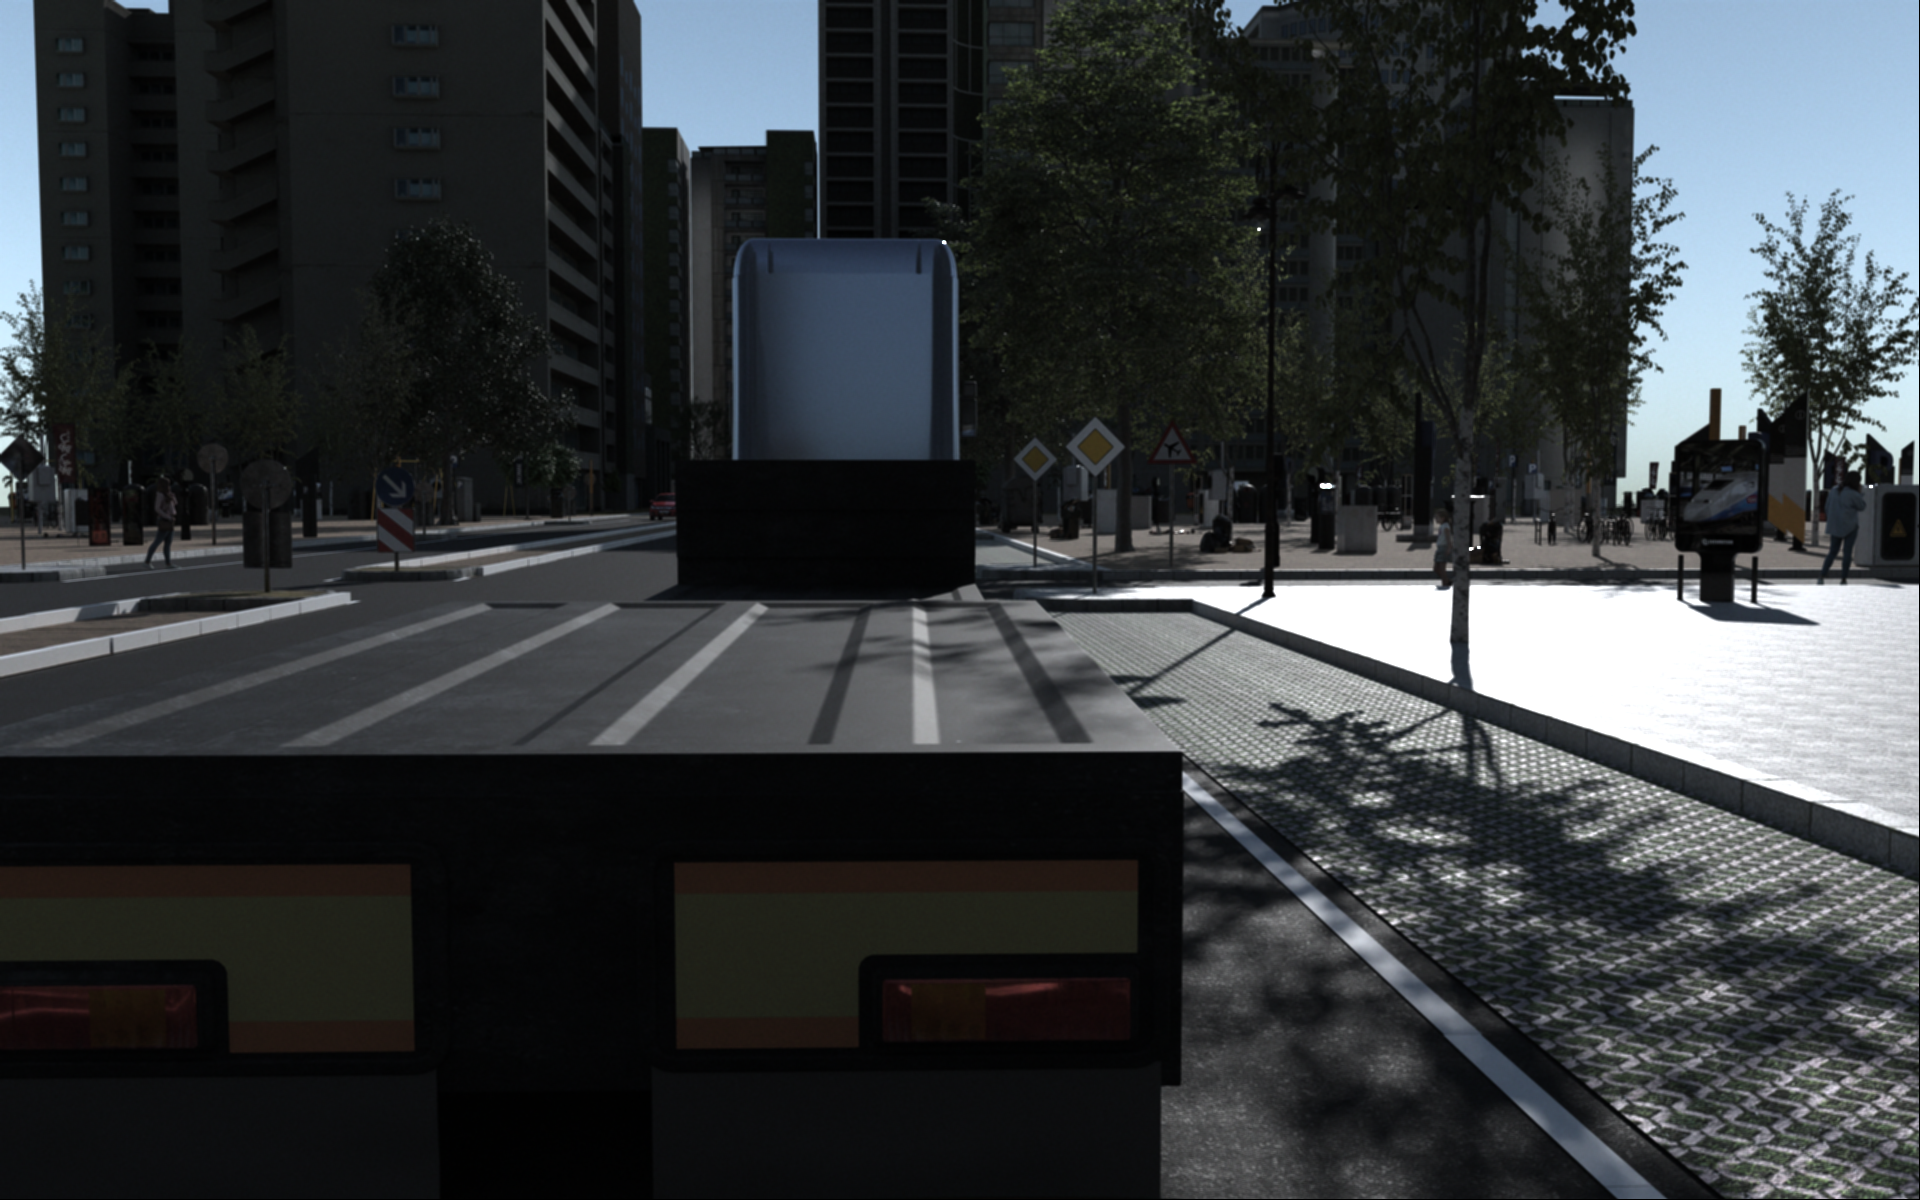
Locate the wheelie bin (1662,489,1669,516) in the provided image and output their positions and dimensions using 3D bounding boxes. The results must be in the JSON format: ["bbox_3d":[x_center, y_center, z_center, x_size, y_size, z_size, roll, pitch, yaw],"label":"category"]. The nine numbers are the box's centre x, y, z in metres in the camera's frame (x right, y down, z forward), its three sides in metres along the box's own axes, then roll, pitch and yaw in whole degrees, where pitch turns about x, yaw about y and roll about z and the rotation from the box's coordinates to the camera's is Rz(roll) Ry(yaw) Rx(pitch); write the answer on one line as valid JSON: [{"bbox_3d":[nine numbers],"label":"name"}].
[{"bbox_3d":[41.924,-5.840,103.398,0.980,1.594,0.693,-3,5,-43],"label":"wheelie bin"}]

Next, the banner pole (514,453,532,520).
[{"bbox_3d":[-21.735,-5.874,86.051,0.863,3.779,0.401,-1,4,-15],"label":"banner pole"}]

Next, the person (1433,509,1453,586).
[{"bbox_3d":[6.995,-0.693,24.839,0.382,1.210,0.505,0,4,2],"label":"person"}]

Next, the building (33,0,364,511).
[{"bbox_3d":[-71.042,-33.013,163.461,21.600,48.544,21.300,0,4,-3],"label":"building"}]

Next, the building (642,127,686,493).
[{"bbox_3d":[-37.978,-31.351,196.188,14.086,41.232,14.154,0,4,-3],"label":"building"}]

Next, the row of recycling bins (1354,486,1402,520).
[{"bbox_3d":[20.769,-4.750,84.776,3.534,1.692,1.069,-2,4,-33],"label":"row of recycling bins"}]

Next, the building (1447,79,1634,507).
[{"bbox_3d":[57.853,-30.035,174.660,14.086,41.232,14.154,0,4,-3],"label":"building"}]

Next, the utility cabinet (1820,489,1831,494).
[{"bbox_3d":[42.146,-4.596,83.817,1.173,1.500,0.318,-1,4,-23],"label":"utility cabinet"}]

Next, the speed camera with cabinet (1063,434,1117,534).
[{"bbox_3d":[4.397,-3.800,56.464,2.038,3.252,0.660,2,4,29],"label":"speed camera with cabinet"}]

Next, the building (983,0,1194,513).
[{"bbox_3d":[8.518,-26.895,123.333,14.154,41.232,14.086,0,4,-3],"label":"building"}]

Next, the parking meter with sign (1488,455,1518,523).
[{"bbox_3d":[23.624,-4.893,76.254,1.738,3.016,0.543,-1,4,-18],"label":"parking meter with sign"}]

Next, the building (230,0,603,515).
[{"bbox_3d":[-36.104,-29.965,113.636,21.300,48.544,21.600,0,4,-3],"label":"building"}]

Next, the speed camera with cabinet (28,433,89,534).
[{"bbox_3d":[-29.298,-3.812,56.667,2.038,3.252,0.660,-3,5,-43],"label":"speed camera with cabinet"}]

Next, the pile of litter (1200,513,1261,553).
[{"bbox_3d":[6.017,-1.491,38.343,1.719,0.858,1.176,-2,4,-28],"label":"pile of litter"}]

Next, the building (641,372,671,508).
[{"bbox_3d":[-44.389,-51.976,162.472,31.000,86.520,22.319,0,4,-3],"label":"building"}]

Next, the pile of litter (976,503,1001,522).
[{"bbox_3d":[1.289,-4.075,80.592,1.719,0.858,1.176,-3,5,-45],"label":"pile of litter"}]

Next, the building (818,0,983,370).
[{"bbox_3d":[-5.741,-46.617,200.433,20.611,71.187,20.563,0,4,-3],"label":"building"}]

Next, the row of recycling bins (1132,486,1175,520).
[{"bbox_3d":[9.159,-4.780,85.264,1.069,1.692,3.534,-3,5,-44],"label":"row of recycling bins"}]

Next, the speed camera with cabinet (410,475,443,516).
[{"bbox_3d":[-30.954,-6.462,99.993,2.038,3.252,0.660,-1,4,-20],"label":"speed camera with cabinet"}]

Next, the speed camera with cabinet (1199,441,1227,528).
[{"bbox_3d":[9.593,-4.373,65.833,0.660,3.252,2.038,0,4,-6],"label":"speed camera with cabinet"}]

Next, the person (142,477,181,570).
[{"bbox_3d":[-15.185,-1.456,32.893,0.643,1.750,0.593,-1,4,-16],"label":"person"}]

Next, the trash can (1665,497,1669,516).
[{"bbox_3d":[41.397,-5.454,100.820,0.748,1.137,0.748,0,3,0],"label":"trash can"}]

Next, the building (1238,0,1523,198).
[{"bbox_3d":[47.944,-40.464,203.584,28.212,58.520,21.231,0,4,-3],"label":"building"}]

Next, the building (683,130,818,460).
[{"bbox_3d":[-23.246,-31.442,197.669,14.086,41.232,14.154,0,4,-3],"label":"building"}]

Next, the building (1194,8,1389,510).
[{"bbox_3d":[16.011,-27.579,142.791,32.217,40.220,23.993,0,4,-3],"label":"building"}]

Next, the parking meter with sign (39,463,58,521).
[{"bbox_3d":[-44.265,-5.370,84.062,1.738,3.016,0.543,2,4,32],"label":"parking meter with sign"}]

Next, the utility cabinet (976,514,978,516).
[{"bbox_3d":[0.705,-5.472,98.152,0.318,1.500,1.173,-1,4,-17],"label":"utility cabinet"}]

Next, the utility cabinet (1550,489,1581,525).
[{"bbox_3d":[24.541,-3.764,70.214,1.173,1.500,0.318,1,4,15],"label":"utility cabinet"}]

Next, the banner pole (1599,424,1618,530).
[{"bbox_3d":[22.978,-4.380,61.637,0.863,3.779,0.401,0,4,-7],"label":"banner pole"}]

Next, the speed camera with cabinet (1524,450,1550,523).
[{"bbox_3d":[26.404,-5.134,78.271,2.038,3.252,0.660,-2,4,-32],"label":"speed camera with cabinet"}]

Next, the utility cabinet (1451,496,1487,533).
[{"bbox_3d":[16.794,-2.821,57.282,1.020,1.237,0.306,1,4,20],"label":"utility cabinet"}]

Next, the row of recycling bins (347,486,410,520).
[{"bbox_3d":[-29.477,-4.949,88.024,1.069,1.692,3.534,2,4,34],"label":"row of recycling bins"}]

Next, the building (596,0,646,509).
[{"bbox_3d":[-34.636,-30.357,146.455,14.600,45.320,14.200,0,4,-3],"label":"building"}]

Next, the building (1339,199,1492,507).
[{"bbox_3d":[43.803,-24.560,173.251,14.107,30.474,14.160,0,4,-3],"label":"building"}]

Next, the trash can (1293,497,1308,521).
[{"bbox_3d":[16.322,-4.361,82.960,0.748,1.137,0.748,0,3,0],"label":"trash can"}]

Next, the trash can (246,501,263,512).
[{"bbox_3d":[-32.045,-4.092,78.552,0.748,1.137,0.748,0,3,0],"label":"trash can"}]

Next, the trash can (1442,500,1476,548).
[{"bbox_3d":[11.128,-1.649,38.616,0.748,1.137,0.748,0,3,0],"label":"trash can"}]

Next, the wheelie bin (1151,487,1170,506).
[{"bbox_3d":[9.426,-4.490,81.327,0.980,1.594,0.693,-1,4,-10],"label":"wheelie bin"}]

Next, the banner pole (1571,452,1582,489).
[{"bbox_3d":[36.552,-6.901,102.849,0.863,3.779,0.401,0,4,-6],"label":"banner pole"}]

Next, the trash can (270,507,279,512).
[{"bbox_3d":[-31.697,-4.171,79.844,0.748,1.137,0.748,0,3,0],"label":"trash can"}]

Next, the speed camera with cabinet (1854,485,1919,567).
[{"bbox_3d":[16.961,-2.220,30.634,2.038,3.252,0.660,0,4,-8],"label":"speed camera with cabinet"}]

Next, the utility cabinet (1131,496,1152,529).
[{"bbox_3d":[6.550,-3.223,63.861,1.020,1.237,0.306,2,4,30],"label":"utility cabinet"}]

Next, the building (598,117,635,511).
[{"bbox_3d":[-33.063,-22.079,132.695,14.160,30.474,14.107,0,4,-3],"label":"building"}]

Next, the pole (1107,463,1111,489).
[{"bbox_3d":[7.528,-5.746,87.786,0.158,3.312,0.155,0,3,0],"label":"pole"}]

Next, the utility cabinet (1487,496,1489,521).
[{"bbox_3d":[20.033,-3.418,67.042,0.306,1.237,1.020,-2,4,-25],"label":"utility cabinet"}]

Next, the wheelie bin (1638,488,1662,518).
[{"bbox_3d":[36.874,-5.203,92.979,0.693,1.594,0.980,-1,4,-22],"label":"wheelie bin"}]

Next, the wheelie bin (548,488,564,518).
[{"bbox_3d":[-21.466,-5.162,92.308,0.980,1.594,0.693,-1,4,-15],"label":"wheelie bin"}]

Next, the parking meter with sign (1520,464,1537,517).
[{"bbox_3d":[32.688,-6.327,99.705,0.543,3.016,1.738,0,4,3],"label":"parking meter with sign"}]

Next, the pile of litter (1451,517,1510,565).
[{"bbox_3d":[9.645,-1.119,32.253,1.176,0.858,1.719,1,4,20],"label":"pile of litter"}]

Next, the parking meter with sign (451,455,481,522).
[{"bbox_3d":[-22.471,-5.040,78.659,0.543,3.016,1.738,1,4,20],"label":"parking meter with sign"}]

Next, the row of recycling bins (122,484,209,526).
[{"bbox_3d":[-32.176,-3.864,70.281,1.069,1.692,3.534,2,4,35],"label":"row of recycling bins"}]

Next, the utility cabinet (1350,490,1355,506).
[{"bbox_3d":[23.133,-5.612,100.428,1.173,1.500,0.318,-3,4,-37],"label":"utility cabinet"}]

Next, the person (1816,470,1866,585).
[{"bbox_3d":[13.570,-1.096,26.689,0.793,1.790,0.793,2,4,27],"label":"person"}]

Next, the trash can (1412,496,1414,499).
[{"bbox_3d":[27.529,-5.695,104.763,0.748,1.137,0.748,0,3,0],"label":"trash can"}]

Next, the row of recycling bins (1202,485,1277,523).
[{"bbox_3d":[12.358,-4.289,77.235,3.534,1.692,1.069,0,4,8],"label":"row of recycling bins"}]
